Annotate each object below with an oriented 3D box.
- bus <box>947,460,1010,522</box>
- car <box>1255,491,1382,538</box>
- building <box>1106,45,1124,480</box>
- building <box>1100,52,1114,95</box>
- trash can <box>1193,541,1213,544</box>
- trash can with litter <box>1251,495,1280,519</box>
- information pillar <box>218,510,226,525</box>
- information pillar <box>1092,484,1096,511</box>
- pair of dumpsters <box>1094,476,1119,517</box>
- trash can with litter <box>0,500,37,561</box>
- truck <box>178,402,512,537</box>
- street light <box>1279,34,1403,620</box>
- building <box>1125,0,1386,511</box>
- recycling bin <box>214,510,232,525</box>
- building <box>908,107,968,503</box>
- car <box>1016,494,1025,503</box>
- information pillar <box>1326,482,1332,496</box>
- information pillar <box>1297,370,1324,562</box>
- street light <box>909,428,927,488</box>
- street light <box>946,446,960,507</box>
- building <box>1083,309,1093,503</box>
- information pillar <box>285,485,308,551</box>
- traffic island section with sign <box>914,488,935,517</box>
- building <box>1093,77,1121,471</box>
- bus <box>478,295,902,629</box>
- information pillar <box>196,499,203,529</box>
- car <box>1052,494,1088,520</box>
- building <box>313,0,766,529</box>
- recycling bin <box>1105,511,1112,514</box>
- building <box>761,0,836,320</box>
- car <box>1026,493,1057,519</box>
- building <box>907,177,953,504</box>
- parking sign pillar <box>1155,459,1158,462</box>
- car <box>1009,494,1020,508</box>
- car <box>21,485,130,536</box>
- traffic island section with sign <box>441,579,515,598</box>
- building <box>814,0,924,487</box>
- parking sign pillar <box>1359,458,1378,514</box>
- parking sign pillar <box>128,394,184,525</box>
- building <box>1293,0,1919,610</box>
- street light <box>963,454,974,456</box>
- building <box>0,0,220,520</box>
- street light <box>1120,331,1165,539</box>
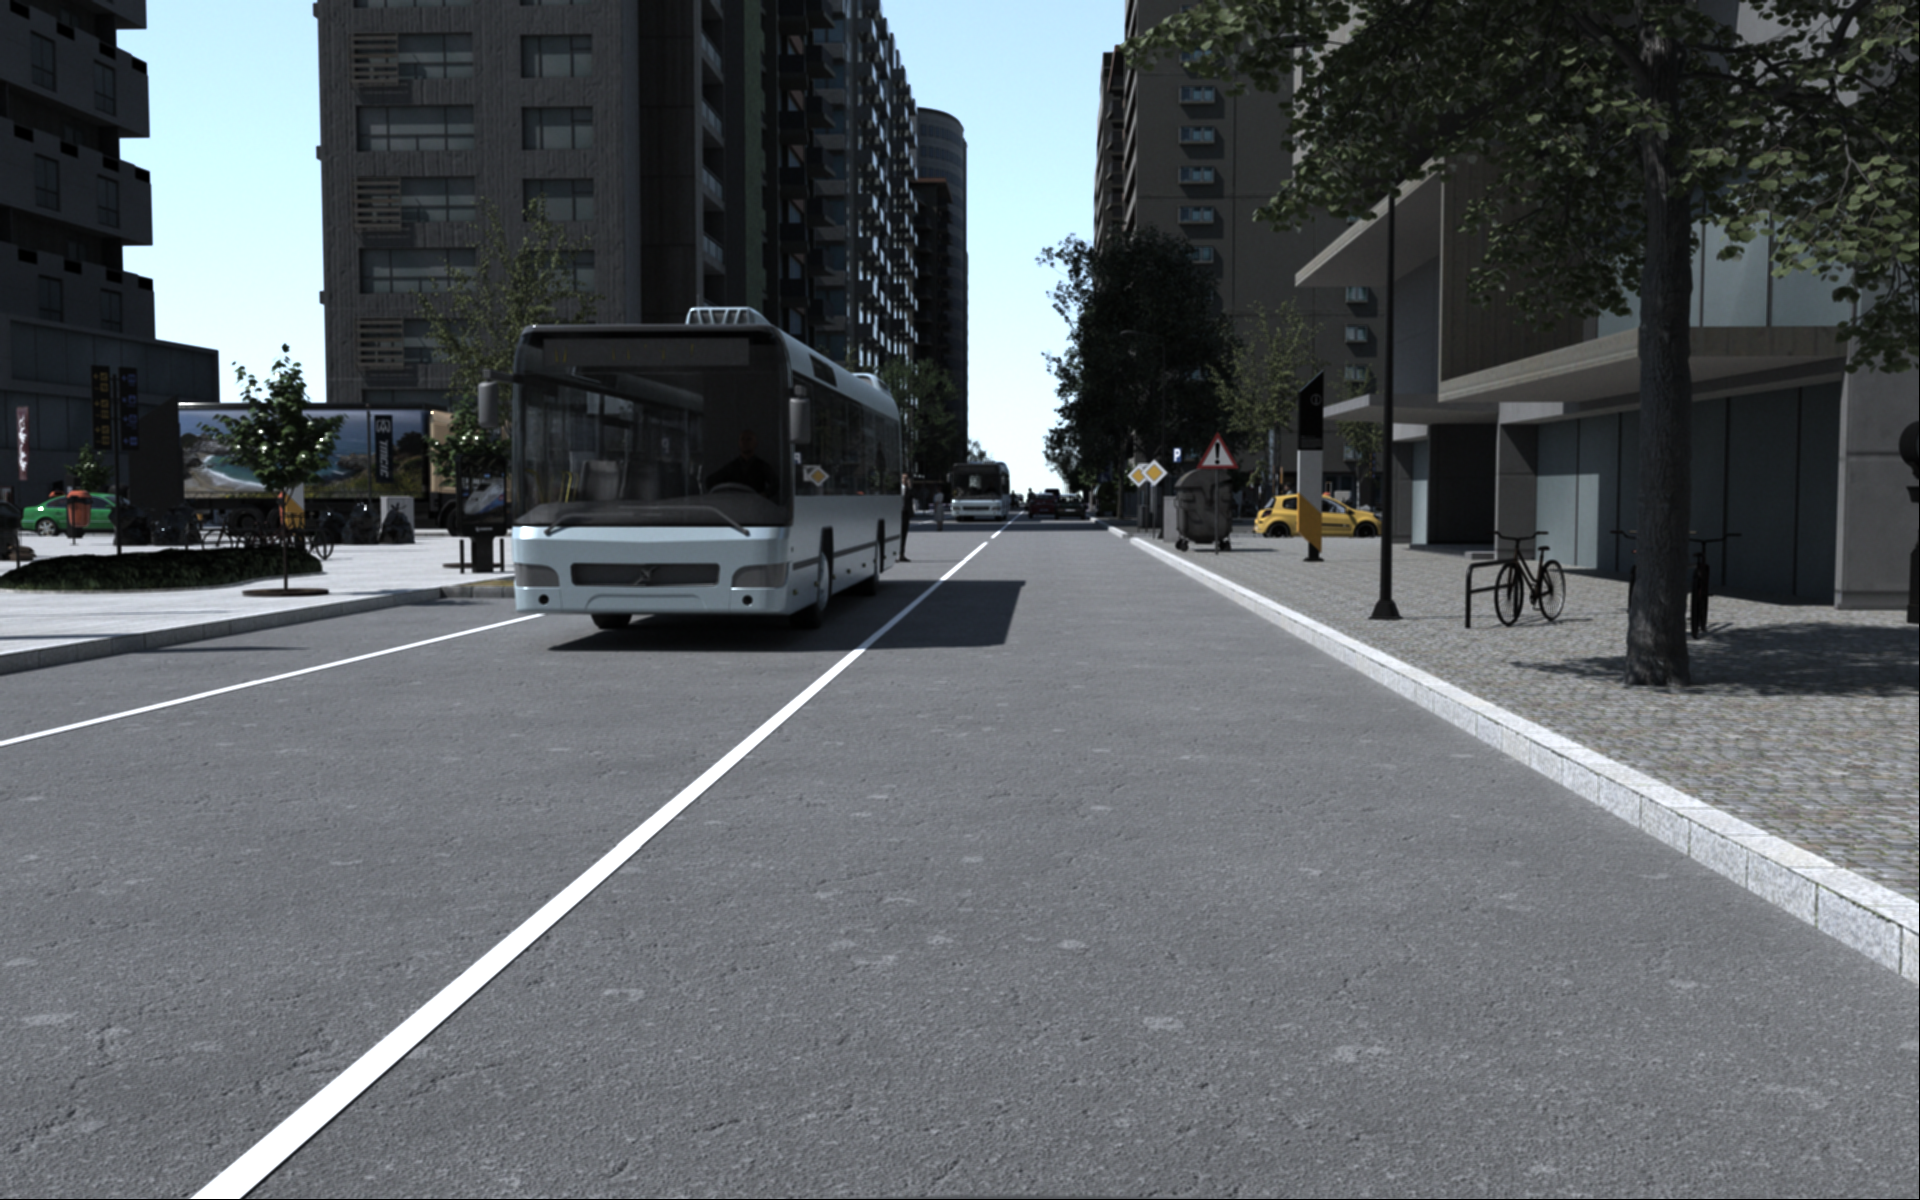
[{"bbox_3d":[1.175,-6.016,93.217,2.948,3.499,13.247,0,4,4],"label":"bus"},{"bbox_3d":[10.954,-2.582,52.439,3.980,1.641,2.015,0,4,3],"label":"car"},{"bbox_3d":[25.457,-31.412,168.203,22.147,44.769,28.867,0,4,3],"label":"building"},{"bbox_3d":[30.759,-51.461,279.635,20.563,71.187,20.611,0,4,3],"label":"building"},{"bbox_3d":[6.301,-2.023,44.723,0.748,1.137,0.748,0,3,0],"label":"trash can"},{"bbox_3d":[15.870,-4.709,88.043,2.233,1.210,1.678,1,4,13],"label":"trash can with litter"},{"bbox_3d":[-30.184,-4.057,70.816,0.304,2.012,0.304,-2,4,-25],"label":"information pillar"},{"bbox_3d":[9.986,-7.628,129.202,0.304,2.012,0.304,0,4,1],"label":"information pillar"},{"bbox_3d":[8.332,-5.781,97.019,1.574,2.255,4.437,0,4,3],"label":"pair of dumpsters"},{"bbox_3d":[-18.234,-1.346,33.393,1.055,1.170,0.624,2,4,26],"label":"trash can with litter"},{"bbox_3d":[-18.629,-3.995,54.225,11.283,4.237,2.839,0,4,1],"label":"truck"},{"bbox_3d":[3.831,-2.759,17.647,1.470,5.913,1.316,0,4,3],"label":"street light"},{"bbox_3d":[24.568,-31.699,141.982,21.300,48.544,21.600,0,4,3],"label":"building"},{"bbox_3d":[-30.528,-3.640,72.063,0.722,1.027,0.722,1,4,17],"label":"recycling bin"},{"bbox_3d":[-10.065,-44.035,261.977,21.231,58.520,28.212,0,4,3],"label":"building"},{"bbox_3d":[9.732,-17.163,289.646,2.155,1.783,4.494,0,4,3],"label":"car"},{"bbox_3d":[22.725,-6.251,106.695,0.304,2.012,0.304,2,4,31],"label":"information pillar"},{"bbox_3d":[6.655,-2.538,32.859,0.504,3.616,0.183,-1,4,-12],"label":"information pillar"},{"bbox_3d":[-2.980,-9.091,121.183,1.470,5.913,1.316,0,4,3],"label":"street light"},{"bbox_3d":[-0.723,-11.870,166.612,1.470,5.913,1.316,0,4,3],"label":"street light"},{"bbox_3d":[25.730,-30.076,263.447,14.160,30.474,14.107,0,4,3],"label":"building"},{"bbox_3d":[-14.776,-2.878,38.416,0.183,3.616,0.504,2,4,31],"label":"information pillar"},{"bbox_3d":[-2.167,-6.027,107.162,1.989,1.847,2.006,0,4,3],"label":"traffic island section with sign"},{"bbox_3d":[26.175,-34.836,193.270,21.300,48.544,21.600,0,4,3],"label":"building"},{"bbox_3d":[-2.546,-1.616,21.283,2.948,3.499,13.247,0,4,3],"label":"bus"},{"bbox_3d":[-26.675,-4.240,60.681,0.183,3.616,0.504,-1,4,-9],"label":"information pillar"},{"bbox_3d":[6.129,-5.302,96.474,2.009,1.686,4.222,0,4,3],"label":"car"},{"bbox_3d":[-15.754,-23.516,68.087,14.154,41.232,14.086,0,4,3],"label":"building"},{"bbox_3d":[9.348,-5.991,110.509,0.722,1.027,0.722,0,4,0],"label":"recycling bin"},{"bbox_3d":[-19.046,-27.219,99.660,22.147,44.769,28.867,0,4,3],"label":"building"},{"bbox_3d":[4.985,-5.738,102.851,2.155,1.783,4.494,0,4,2],"label":"car"},{"bbox_3d":[-12.324,-35.435,233.986,22.147,44.769,28.867,0,4,3],"label":"building"},{"bbox_3d":[15.086,-8.695,130.633,1.447,3.967,1.447,3,4,39],"label":"parking sign pillar"},{"bbox_3d":[5.397,-10.615,185.359,2.131,1.459,4.920,0,4,4],"label":"car"},{"bbox_3d":[-27.411,-2.849,55.373,4.718,1.807,1.959,0,4,2],"label":"car"},{"bbox_3d":[-6.135,-0.987,24.767,1.989,1.847,2.006,0,4,3],"label":"traffic island section with sign"},{"bbox_3d":[-16.084,-34.239,179.420,23.786,49.044,30.456,0,4,3],"label":"building"},{"bbox_3d":[26.627,-7.635,113.301,1.447,3.967,1.447,-2,4,-24],"label":"parking sign pillar"},{"bbox_3d":[-21.812,-3.579,46.996,1.447,3.967,1.447,0,4,-5],"label":"parking sign pillar"},{"bbox_3d":[21.450,-27.000,30.685,28.713,52.752,27.495,0,4,3],"label":"building"},{"bbox_3d":[0.863,-13.846,198.917,1.470,5.913,1.316,0,4,3],"label":"street light"},{"bbox_3d":[-52.331,-29.671,74.354,27.495,52.752,28.713,0,4,3],"label":"building"},{"bbox_3d":[5.262,-4.700,49.382,1.470,5.913,1.316,0,4,3],"label":"street light"}]
